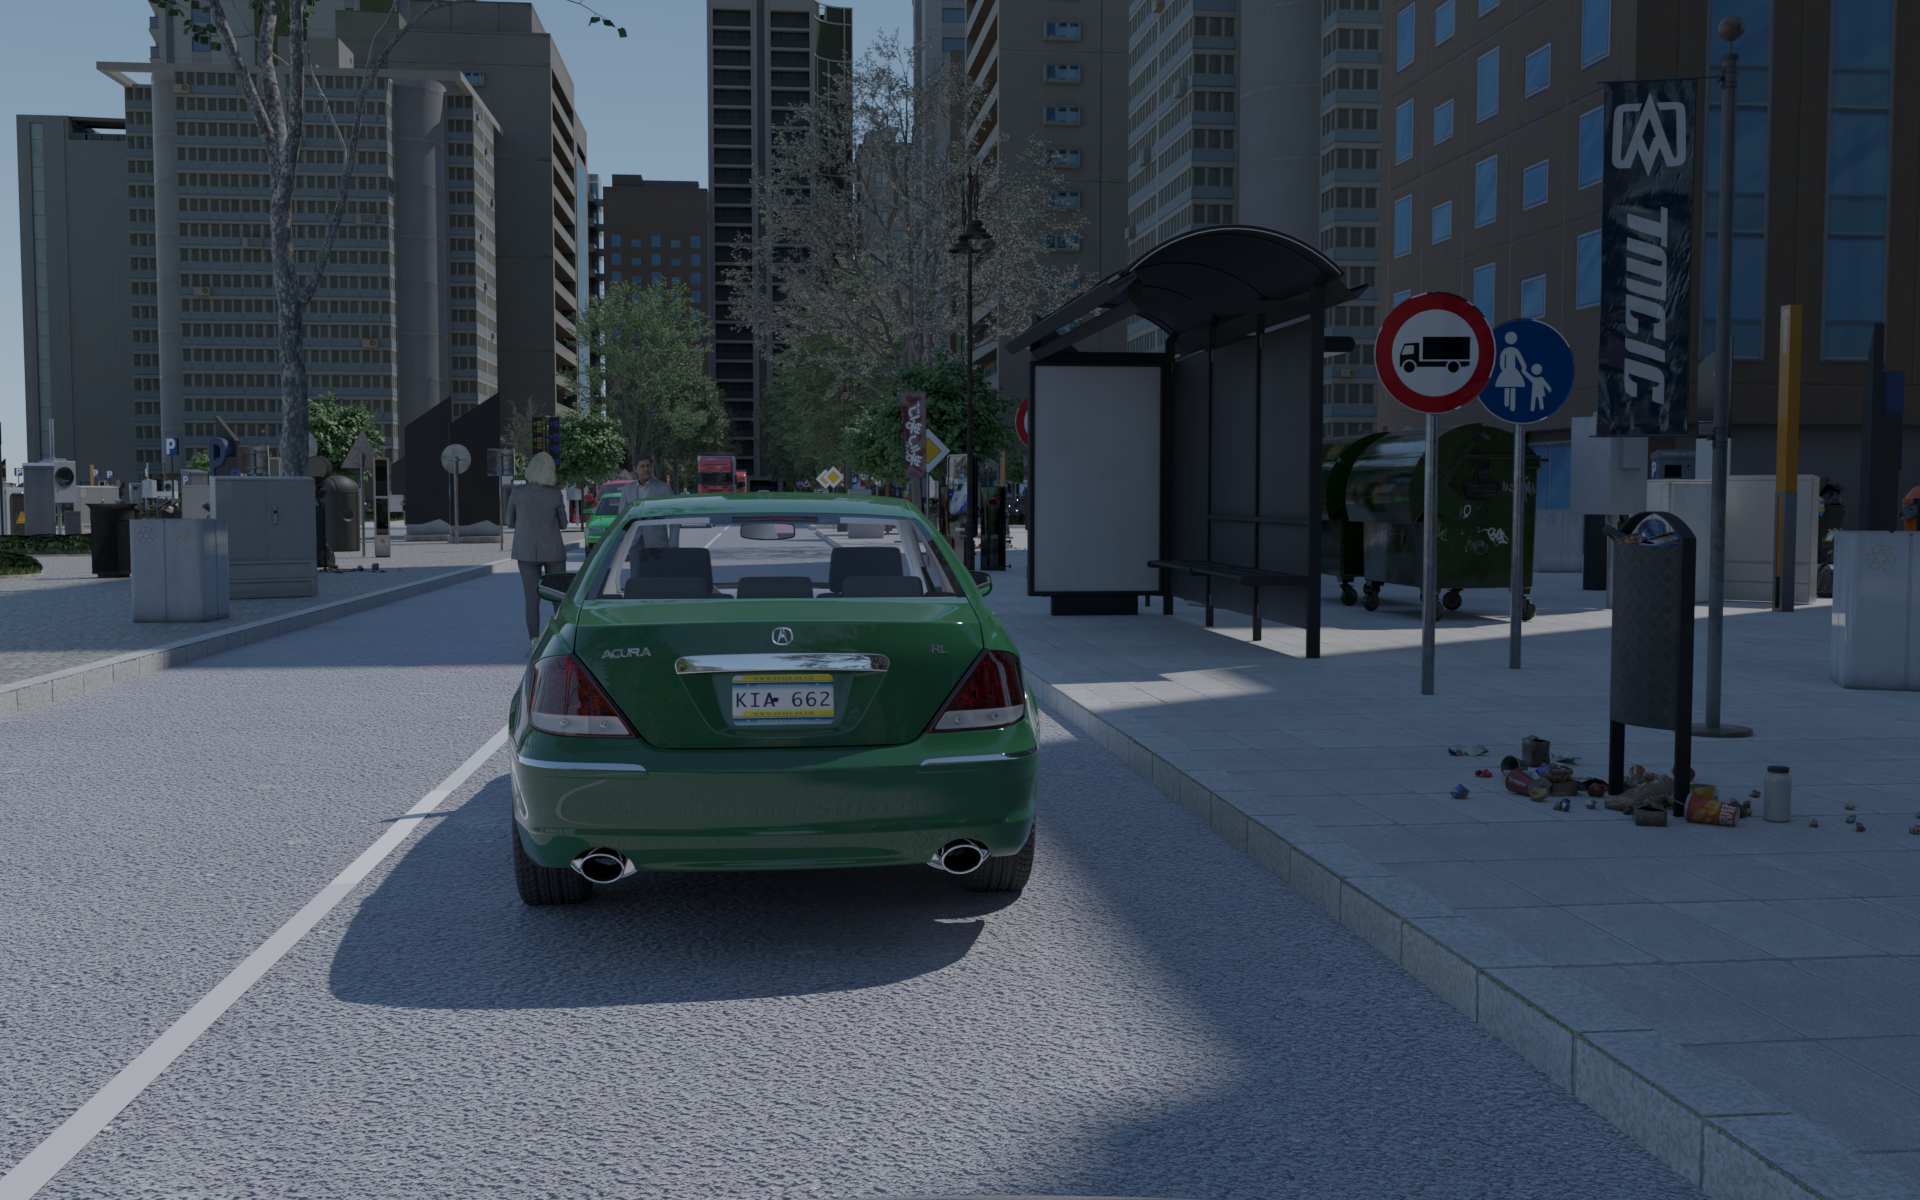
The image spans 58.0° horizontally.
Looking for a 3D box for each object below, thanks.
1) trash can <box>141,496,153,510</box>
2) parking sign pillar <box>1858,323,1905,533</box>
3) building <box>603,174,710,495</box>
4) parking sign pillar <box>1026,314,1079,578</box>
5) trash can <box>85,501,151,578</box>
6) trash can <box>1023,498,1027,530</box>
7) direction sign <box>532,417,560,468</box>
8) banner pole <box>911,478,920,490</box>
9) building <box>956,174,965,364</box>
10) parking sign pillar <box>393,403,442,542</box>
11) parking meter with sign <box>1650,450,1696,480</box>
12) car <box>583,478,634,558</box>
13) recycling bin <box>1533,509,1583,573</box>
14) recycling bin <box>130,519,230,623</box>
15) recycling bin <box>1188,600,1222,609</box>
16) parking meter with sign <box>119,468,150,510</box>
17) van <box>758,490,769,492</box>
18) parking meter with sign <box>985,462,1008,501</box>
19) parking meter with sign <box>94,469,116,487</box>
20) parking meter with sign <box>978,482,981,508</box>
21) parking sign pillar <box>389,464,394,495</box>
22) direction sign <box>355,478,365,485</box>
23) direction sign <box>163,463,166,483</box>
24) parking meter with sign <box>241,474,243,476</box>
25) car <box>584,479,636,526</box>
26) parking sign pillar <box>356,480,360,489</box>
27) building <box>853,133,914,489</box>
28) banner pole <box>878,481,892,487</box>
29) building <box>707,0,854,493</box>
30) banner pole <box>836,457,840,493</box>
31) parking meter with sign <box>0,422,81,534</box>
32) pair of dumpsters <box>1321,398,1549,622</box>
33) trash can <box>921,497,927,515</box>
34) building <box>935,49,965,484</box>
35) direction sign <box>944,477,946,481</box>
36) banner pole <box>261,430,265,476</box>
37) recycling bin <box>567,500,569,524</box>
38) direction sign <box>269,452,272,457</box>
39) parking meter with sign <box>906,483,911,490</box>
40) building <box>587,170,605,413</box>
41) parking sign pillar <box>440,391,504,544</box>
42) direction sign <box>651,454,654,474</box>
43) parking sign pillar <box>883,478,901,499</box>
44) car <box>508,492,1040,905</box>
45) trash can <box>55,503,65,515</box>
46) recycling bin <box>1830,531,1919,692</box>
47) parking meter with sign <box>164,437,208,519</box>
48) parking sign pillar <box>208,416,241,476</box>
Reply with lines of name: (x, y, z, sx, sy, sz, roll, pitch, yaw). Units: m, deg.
trash can: (-52.358, -6.116, 111.658, 0.748, 1.137, 0.748, 0, 3, 0)
parking sign pillar: (14.840, -2.414, 27.941, 1.447, 3.967, 1.447, 1, 4, 21)
building: (-42.592, -36.431, 245.761, 14.200, 45.320, 14.600, 0, 4, -6)
parking sign pillar: (1.728, -2.312, 26.269, 1.447, 3.967, 1.447, -2, 4, -32)
trash can: (-13.022, -0.915, 26.621, 0.748, 1.137, 0.748, 0, 3, 0)
trash can: (2.502, -2.855, 58.337, 0.748, 1.137, 0.748, 0, 3, 0)
direction sign: (-12.164, -3.607, 50.969, 0.876, 3.537, 0.379, 1, 4, 13)
banner pole: (-3.111, -7.902, 119.213, 0.863, 3.779, 0.401, -2, 4, -28)
building: (6.415, -23.714, 159.426, 14.160, 30.474, 14.107, 0, 4, -6)
parking sign pillar: (-14.443, -3.597, 47.291, 1.447, 3.967, 1.447, 0, 4, -1)
parking meter with sign: (12.388, -2.070, 30.114, 1.738, 3.016, 0.543, 0, 4, 6)
car: (-7.408, -1.842, 38.916, 1.959, 1.807, 4.718, 0, 4, -7)
recycling bin: (9.796, -0.979, 28.563, 0.722, 1.027, 0.722, 0, 4, -1)
recycling bin: (-7.919, -0.309, 17.602, 0.722, 1.027, 0.722, 0, 4, -2)
recycling bin: (3.084, -0.440, 19.754, 0.722, 1.027, 0.722, -2, 4, -27)
parking meter with sign: (-55.464, -7.352, 116.463, 1.738, 3.016, 0.543, -3, 5, -45)
van: (-21.267, -11.033, 187.398, 2.013, 2.044, 4.112, 0, 4, -8)
parking meter with sign: (2.168, -5.881, 92.414, 1.738, 3.016, 0.543, 1, 4, 17)
parking meter with sign: (-60.631, -7.735, 122.732, 0.543, 3.016, 1.738, 1, 4, 12)
parking meter with sign: (0.949, -6.960, 110.049, 1.738, 3.016, 0.543, -2, 4, -24)
parking sign pillar: (-34.960, -7.329, 108.300, 1.447, 3.967, 1.447, -2, 4, -34)
direction sign: (-38.378, -7.236, 110.305, 0.876, 3.537, 0.379, -1, 4, -16)
direction sign: (-58.036, -8.221, 126.408, 0.379, 3.537, 0.876, -1, 4, -14)
parking meter with sign: (-51.927, -8.013, 127.269, 1.738, 3.016, 0.543, 0, 4, -5)
car: (-8.461, -2.201, 44.654, 2.281, 1.827, 5.304, 0, 4, -7)
parking sign pillar: (-45.284, -8.567, 128.547, 1.447, 3.967, 1.447, 0, 4, 2)
building: (-2.031, -40.873, 257.512, 27.495, 52.752, 28.713, 0, 4, -6)
banner pole: (-3.215, -5.007, 71.889, 0.863, 3.779, 0.401, 1, 4, 20)
building: (-25.759, -49.709, 250.989, 20.611, 71.187, 20.563, 0, 4, -6)
banner pole: (-7.197, -6.863, 102.230, 0.401, 3.779, 0.863, 1, 4, 14)
parking meter with sign: (-22.471, -2.815, 42.285, 1.738, 3.016, 0.543, -2, 4, -29)
pair of dumpsters: (4.945, -1.033, 19.378, 1.574, 2.255, 4.437, 0, 4, -6)
trash can: (-1.554, -4.173, 79.874, 0.748, 1.137, 0.748, 0, 3, 0)
building: (5.106, -31.984, 173.042, 14.600, 45.320, 14.200, 0, 4, -6)
direction sign: (-1.030, -6.707, 101.649, 0.876, 3.537, 0.379, 0, 4, 2)
banner pole: (-27.353, -4.775, 68.095, 0.401, 3.779, 0.863, -1, 4, -19)
recycling bin: (-17.010, -3.706, 73.154, 0.722, 1.027, 0.722, 2, 4, 24)
direction sign: (-37.003, -6.180, 93.042, 0.379, 3.537, 0.876, -1, 4, -16)
parking meter with sign: (-4.156, -8.054, 127.939, 1.738, 3.016, 0.543, -2, 4, -24)
building: (-65.650, -38.498, 249.047, 30.456, 49.044, 23.786, 0, 4, -6)
parking sign pillar: (-12.715, -3.481, 45.379, 1.447, 3.967, 1.447, -1, 4, -21)
direction sign: (-17.505, -6.523, 98.647, 0.379, 3.537, 0.876, 0, 4, -3)
parking sign pillar: (-2.944, -5.375, 76.360, 1.447, 3.967, 1.447, 2, 4, 23)
car: (-0.827, 0.259, 7.557, 2.131, 1.459, 4.920, 0, 4, -7)
trash can: (-62.281, -6.577, 119.194, 0.748, 1.137, 0.748, 0, 3, 0)
recycling bin: (6.275, 0.060, 11.575, 0.722, 1.027, 0.722, 1, 4, 19)
parking meter with sign: (-23.931, -3.545, 54.216, 0.543, 3.016, 1.738, 2, 4, 27)
parking sign pillar: (-25.119, -4.325, 59.187, 1.447, 3.967, 1.447, 3, 4, 38)
